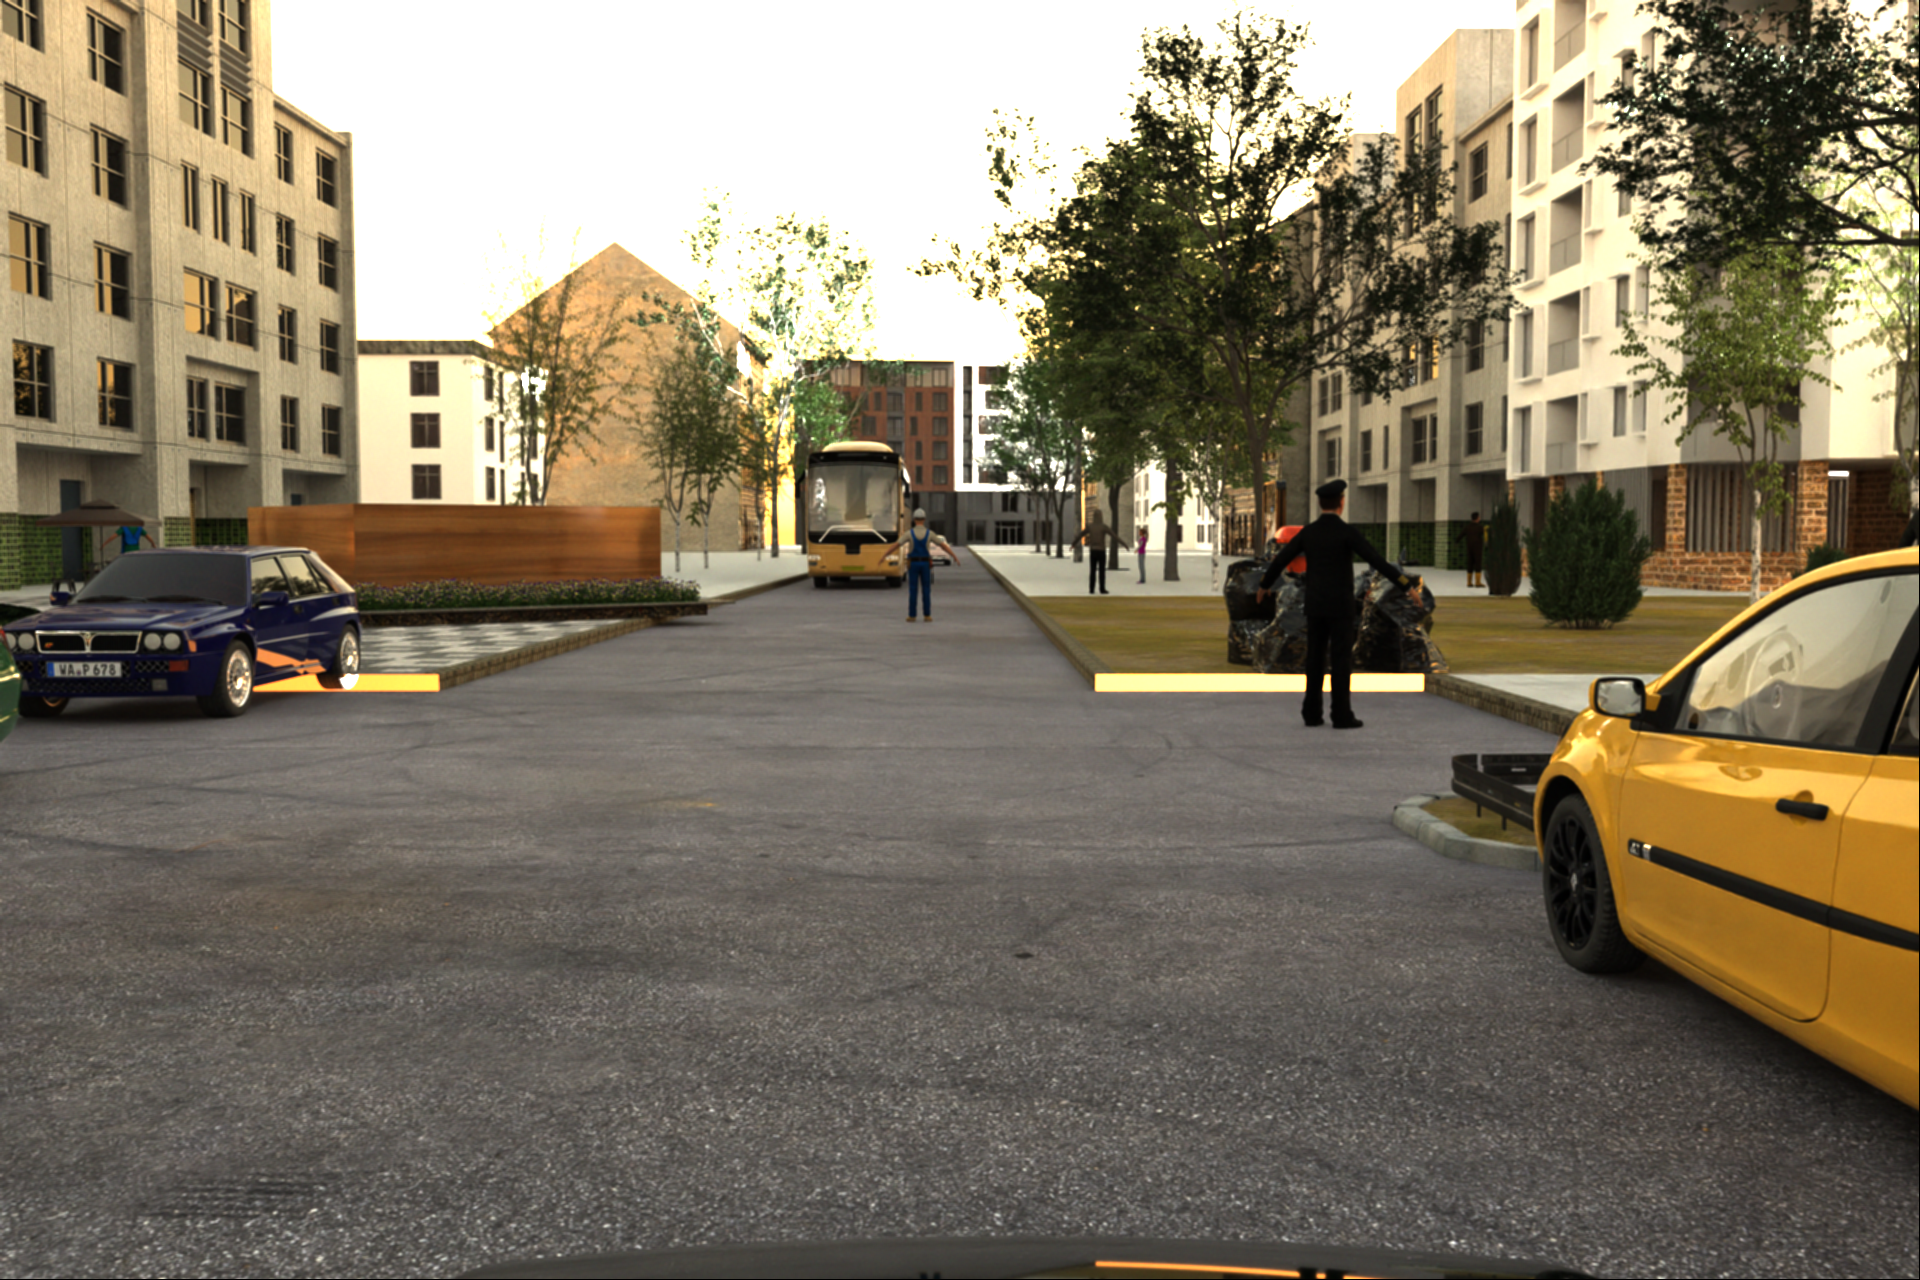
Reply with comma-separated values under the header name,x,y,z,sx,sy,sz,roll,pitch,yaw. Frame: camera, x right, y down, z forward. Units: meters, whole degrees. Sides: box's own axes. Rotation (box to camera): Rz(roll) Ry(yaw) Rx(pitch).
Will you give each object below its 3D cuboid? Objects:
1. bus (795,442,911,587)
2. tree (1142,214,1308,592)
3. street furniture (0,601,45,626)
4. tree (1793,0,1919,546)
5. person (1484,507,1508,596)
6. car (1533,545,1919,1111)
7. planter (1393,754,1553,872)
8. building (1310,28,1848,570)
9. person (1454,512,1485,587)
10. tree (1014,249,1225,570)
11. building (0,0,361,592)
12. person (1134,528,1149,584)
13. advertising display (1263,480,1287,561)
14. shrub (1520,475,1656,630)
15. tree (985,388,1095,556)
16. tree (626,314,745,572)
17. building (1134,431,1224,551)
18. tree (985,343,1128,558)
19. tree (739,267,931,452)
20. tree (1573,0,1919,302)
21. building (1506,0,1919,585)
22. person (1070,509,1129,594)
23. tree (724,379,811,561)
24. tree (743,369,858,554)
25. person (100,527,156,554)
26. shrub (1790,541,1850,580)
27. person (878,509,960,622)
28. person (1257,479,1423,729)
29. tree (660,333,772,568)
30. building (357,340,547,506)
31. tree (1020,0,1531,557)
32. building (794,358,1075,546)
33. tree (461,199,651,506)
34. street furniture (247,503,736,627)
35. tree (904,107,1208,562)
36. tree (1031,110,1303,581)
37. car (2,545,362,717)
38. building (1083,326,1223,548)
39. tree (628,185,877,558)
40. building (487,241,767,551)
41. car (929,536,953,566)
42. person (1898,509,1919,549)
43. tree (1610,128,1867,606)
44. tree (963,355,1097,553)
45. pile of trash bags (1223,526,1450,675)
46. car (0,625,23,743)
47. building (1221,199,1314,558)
name,x,y,z,sx,sy,sz,roll,pitch,yaw
bus,-2.776,-3.561,49.775,2.896,3.916,12.252,0,4,-1
tree,5.773,-5.399,38.643,4.737,8.622,4.395,0,3,0
street furniture,-12.305,-0.093,17.144,5.734,0.657,10.072,-1,4,-13
tree,12.817,-4.476,23.549,4.360,8.622,3.978,0,3,0
person,11.269,-1.864,36.240,0.705,1.858,1.354,-1,4,-9
car,2.855,0.349,4.520,2.015,1.641,3.980,0,4,0
planter,3.135,0.793,8.169,1.991,0.319,1.994,0,4,-1
building,25.662,-12.409,69.346,16.747,18.905,31.486,0,3,0
person,12.466,-2.186,41.871,0.704,1.812,1.346,-3,4,-38
tree,5.525,-8.289,61.282,9.928,11.665,9.643,0,3,0
building,-29.845,-10.992,46.177,16.747,18.905,31.486,0,4,0
person,4.671,-2.187,45.028,0.599,1.433,0.991,1,4,17
advertising display,3.847,-0.979,21.227,0.123,1.923,0.974,0,4,1
shrub,8.472,-1.185,23.408,1.661,2.075,1.752,0,3,0
tree,4.954,-10.303,102.874,7.601,10.594,8.767,-2,4,-24
tree,-9.709,-6.616,58.538,4.360,8.622,3.978,0,3,0
building,20.590,-12.511,146.696,9.099,9.664,28.070,0,3,0
tree,5.226,-10.161,91.889,9.928,11.665,9.643,0,3,0
tree,-8.596,-16.252,121.601,12.611,20.169,13.585,0,3,0
tree,8.672,-4.878,14.174,7.601,10.594,8.767,2,4,27
building,21.828,-11.892,50.847,16.016,20.090,11.380,0,4,0
person,2.976,-1.905,37.279,1.348,1.813,0.705,1,4,23
tree,-9.899,-8.123,83.169,4.360,8.622,3.978,0,3,0
tree,-9.974,-11.239,109.509,9.928,11.665,9.643,0,3,0
person,-19.389,-2.100,40.457,0.704,1.817,1.347,2,4,35
shrub,11.388,-0.715,22.808,1.383,1.207,1.383,0,3,0
person,-0.664,-1.226,28.365,1.347,1.847,0.705,0,4,-6
person,2.764,-0.274,12.870,1.347,1.837,0.705,3,5,40
tree,-9.343,-6.993,64.693,4.737,8.622,4.395,0,3,0
building,-25.703,-8.978,88.933,9.099,9.664,28.070,0,4,-1
tree,5.156,-5.790,29.084,8.767,10.594,7.601,0,4,5
building,-3.965,-22.414,212.907,32.646,21.610,27.936,0,4,-6
tree,-9.641,-5.411,38.830,4.360,8.622,3.978,0,3,0
street furniture,-8.813,-1.220,26.793,9.812,1.723,11.010,-3,5,-40
tree,4.005,-13.619,78.552,12.611,20.169,13.585,0,3,0
tree,5.392,-7.903,47.345,7.486,12.596,7.792,0,3,0
car,-6.506,-0.134,14.770,1.945,1.354,3.894,0,3,0
building,22.249,-20.877,172.275,19.493,23.208,18.063,0,3,0
tree,-11.272,-14.636,95.192,12.611,20.169,13.585,0,3,0
building,-25.968,-18.874,139.515,19.493,23.208,18.063,0,4,-1
car,-1.372,-4.152,80.242,2.083,1.381,4.827,0,4,-1
person,8.423,-0.538,14.869,0.705,1.821,1.348,0,4,-5
tree,13.927,-4.905,30.552,4.737,8.622,4.395,0,3,0
tree,5.251,-12.660,117.364,12.009,13.543,11.850,0,3,0
pile of trash bags,3.581,-0.464,17.339,1.912,1.369,3.447,0,4,-1
car,-6.205,0.245,7.790,2.131,1.459,4.920,0,4,0
building,25.069,-16.135,94.732,19.493,23.208,18.063,0,4,0
